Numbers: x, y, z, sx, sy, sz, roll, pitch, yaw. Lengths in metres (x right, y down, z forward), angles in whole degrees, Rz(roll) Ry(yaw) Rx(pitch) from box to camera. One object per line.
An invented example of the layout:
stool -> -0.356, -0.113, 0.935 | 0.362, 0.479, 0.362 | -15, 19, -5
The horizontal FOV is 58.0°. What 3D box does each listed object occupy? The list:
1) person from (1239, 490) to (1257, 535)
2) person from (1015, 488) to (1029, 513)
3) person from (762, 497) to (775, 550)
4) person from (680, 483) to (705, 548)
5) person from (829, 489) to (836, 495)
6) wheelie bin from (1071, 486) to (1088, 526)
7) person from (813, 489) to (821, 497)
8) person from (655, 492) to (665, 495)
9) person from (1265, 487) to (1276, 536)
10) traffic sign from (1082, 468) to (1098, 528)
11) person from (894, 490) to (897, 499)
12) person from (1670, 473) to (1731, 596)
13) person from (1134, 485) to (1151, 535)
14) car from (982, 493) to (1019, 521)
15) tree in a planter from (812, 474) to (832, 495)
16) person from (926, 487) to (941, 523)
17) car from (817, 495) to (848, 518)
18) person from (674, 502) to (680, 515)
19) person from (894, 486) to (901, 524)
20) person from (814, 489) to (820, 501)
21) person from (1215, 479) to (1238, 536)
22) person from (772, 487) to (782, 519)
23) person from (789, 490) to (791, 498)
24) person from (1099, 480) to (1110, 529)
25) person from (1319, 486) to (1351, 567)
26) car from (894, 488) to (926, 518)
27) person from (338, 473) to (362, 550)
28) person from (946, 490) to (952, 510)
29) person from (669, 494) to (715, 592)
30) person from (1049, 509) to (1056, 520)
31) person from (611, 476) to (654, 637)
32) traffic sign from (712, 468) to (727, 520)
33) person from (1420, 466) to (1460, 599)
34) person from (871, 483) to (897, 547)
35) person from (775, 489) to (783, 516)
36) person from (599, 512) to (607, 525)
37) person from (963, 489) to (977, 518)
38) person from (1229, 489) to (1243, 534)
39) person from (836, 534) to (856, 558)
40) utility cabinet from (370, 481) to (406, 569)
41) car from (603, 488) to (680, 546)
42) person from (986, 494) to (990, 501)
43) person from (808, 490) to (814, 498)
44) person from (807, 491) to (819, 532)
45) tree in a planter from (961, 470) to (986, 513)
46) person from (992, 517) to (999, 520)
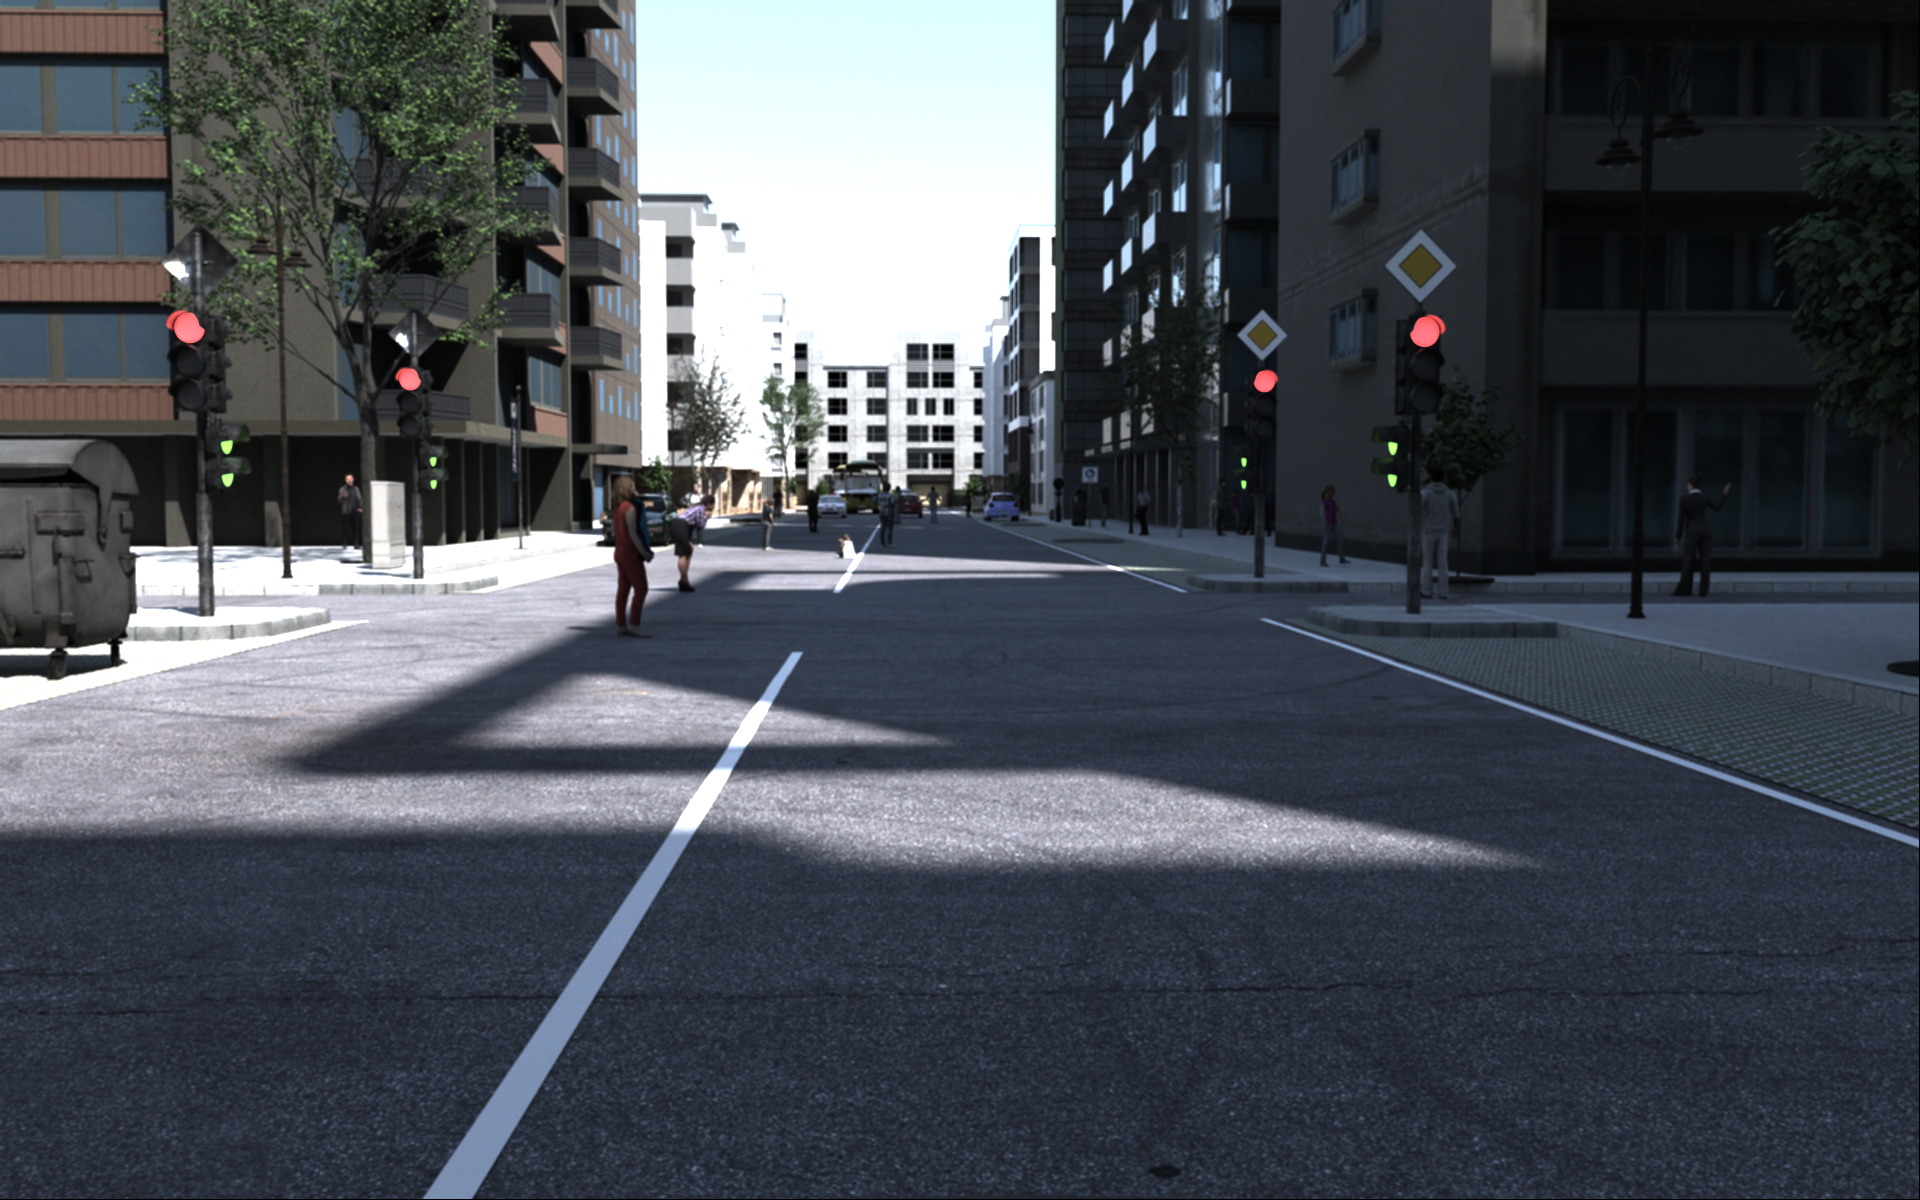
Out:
person -> 9.118, -2.843, 54.395 | 0.662, 1.594, 0.647 | -1, 4, -9
person -> 4.320, -6.946, 120.330 | 1.217, 1.735, 0.721 | -1, 4, -16
person -> -4.947, -1.965, 44.537 | 0.435, 1.345, 0.340 | 2, 4, 25
person -> -7.021, -2.249, 45.995 | 0.841, 1.734, 0.376 | 0, 4, -4
person -> -9.850, -7.696, 134.291 | 1.348, 1.831, 0.705 | 1, 4, 9
wheelie bin -> 4.785, -3.771, 69.564 | 0.693, 1.594, 0.980 | 0, 4, 2
person -> -11.028, -7.536, 131.728 | 1.348, 1.823, 0.705 | 2, 4, 25
person -> -15.707, -5.146, 90.634 | 0.683, 1.767, 0.568 | 1, 4, 10
person -> 9.510, -2.694, 52.782 | 0.574, 1.496, 0.600 | 0, 4, 5
traffic sign -> 4.901, -3.866, 65.333 | 0.606, 2.300, 0.079 | 0, 4, 4
person -> -4.748, -7.320, 128.259 | 0.705, 1.814, 1.350 | -2, 4, -31
person -> 10.421, -0.920, 24.343 | 0.742, 1.727, 0.445 | -1, 4, -22
person -> 5.712, -2.792, 53.897 | 0.590, 1.554, 0.614 | -2, 4, -34
car -> 2.177, -5.007, 91.456 | 1.945, 1.707, 3.694 | 0, 4, -3
tree in a planter -> -12.341, -9.635, 154.748 | 1.991, 3.239, 1.994 | 0, 4, -2
person -> -1.273, -4.702, 85.521 | 0.875, 1.805, 0.789 | 0, 4, 7
car -> -7.819, -5.665, 104.986 | 2.083, 1.381, 4.827 | 0, 4, -2
person -> -16.365, -5.232, 99.869 | 0.655, 0.850, 0.859 | 1, 4, 17
person -> -3.042, -4.544, 82.935 | 0.789, 1.805, 0.875 | 1, 4, 12
person -> -8.979, -6.137, 109.284 | 0.568, 1.767, 0.683 | -3, 5, -40
person -> 8.240, -2.870, 53.504 | 0.750, 1.759, 0.617 | 1, 4, 16
person -> -10.306, -5.428, 97.382 | 0.598, 1.807, 0.434 | 0, 4, 6
person -> -15.121, -8.917, 153.309 | 0.415, 1.643, 0.593 | -3, 5, -42
person -> 5.349, -3.520, 63.727 | 0.434, 1.807, 0.598 | 3, 5, 41
person -> 6.648, -1.298, 30.503 | 0.726, 1.435, 0.776 | -3, 5, -44
car -> -3.156, -5.861, 104.862 | 2.155, 1.783, 4.494 | 0, 4, -1
person -> -13.953, -2.030, 39.766 | 0.617, 1.759, 0.750 | -2, 4, -34
person -> -0.963, -8.899, 154.447 | 0.683, 1.767, 0.568 | 1, 4, 19
person -> -3.920, -0.835, 25.391 | 0.697, 1.427, 0.421 | -2, 4, -25
person -> 4.486, -4.123, 83.921 | 0.357, 0.543, 0.381 | 0, 4, 4
person -> -3.316, -0.448, 17.537 | 0.444, 1.614, 0.593 | -1, 4, -8
traffic sign -> -11.966, -5.260, 86.110 | 0.768, 2.556, 0.104 | 0, 4, 8
person -> 6.505, -0.919, 23.667 | 0.875, 1.805, 0.789 | 0, 4, -5
person -> -1.989, -2.290, 46.671 | 0.376, 1.734, 0.841 | -3, 5, -43
person -> -11.560, -6.206, 110.641 | 0.551, 1.740, 0.621 | -2, 4, -28
person -> -14.773, -3.385, 71.858 | 0.381, 0.543, 0.357 | 3, 5, 44
person -> 0.587, -5.815, 104.262 | 0.721, 1.739, 1.217 | -3, 4, -38
person -> 9.064, -2.875, 56.285 | 0.726, 1.434, 0.776 | 3, 5, 45
person -> -2.530, -1.206, 38.689 | 0.381, 0.543, 0.357 | -3, 5, -44
utility cabinet -> -9.842, -1.296, 29.872 | 0.318, 1.500, 1.173 | 0, 4, -5
car -> -8.828, -2.356, 48.302 | 2.009, 1.686, 4.222 | 0, 4, -1
person -> 1.945, -6.255, 113.964 | 0.628, 1.438, 0.799 | 0, 4, -8
person -> -10.367, -6.929, 122.312 | 1.217, 1.766, 0.721 | 3, 5, 41
person -> -5.544, -3.321, 65.061 | 0.482, 1.546, 0.388 | 2, 4, 30
tree in a planter -> 1.038, -8.048, 128.799 | 1.991, 3.239, 1.994 | 0, 4, -2
person -> 1.916, -5.153, 96.665 | 0.435, 1.345, 0.340 | -1, 4, -11
